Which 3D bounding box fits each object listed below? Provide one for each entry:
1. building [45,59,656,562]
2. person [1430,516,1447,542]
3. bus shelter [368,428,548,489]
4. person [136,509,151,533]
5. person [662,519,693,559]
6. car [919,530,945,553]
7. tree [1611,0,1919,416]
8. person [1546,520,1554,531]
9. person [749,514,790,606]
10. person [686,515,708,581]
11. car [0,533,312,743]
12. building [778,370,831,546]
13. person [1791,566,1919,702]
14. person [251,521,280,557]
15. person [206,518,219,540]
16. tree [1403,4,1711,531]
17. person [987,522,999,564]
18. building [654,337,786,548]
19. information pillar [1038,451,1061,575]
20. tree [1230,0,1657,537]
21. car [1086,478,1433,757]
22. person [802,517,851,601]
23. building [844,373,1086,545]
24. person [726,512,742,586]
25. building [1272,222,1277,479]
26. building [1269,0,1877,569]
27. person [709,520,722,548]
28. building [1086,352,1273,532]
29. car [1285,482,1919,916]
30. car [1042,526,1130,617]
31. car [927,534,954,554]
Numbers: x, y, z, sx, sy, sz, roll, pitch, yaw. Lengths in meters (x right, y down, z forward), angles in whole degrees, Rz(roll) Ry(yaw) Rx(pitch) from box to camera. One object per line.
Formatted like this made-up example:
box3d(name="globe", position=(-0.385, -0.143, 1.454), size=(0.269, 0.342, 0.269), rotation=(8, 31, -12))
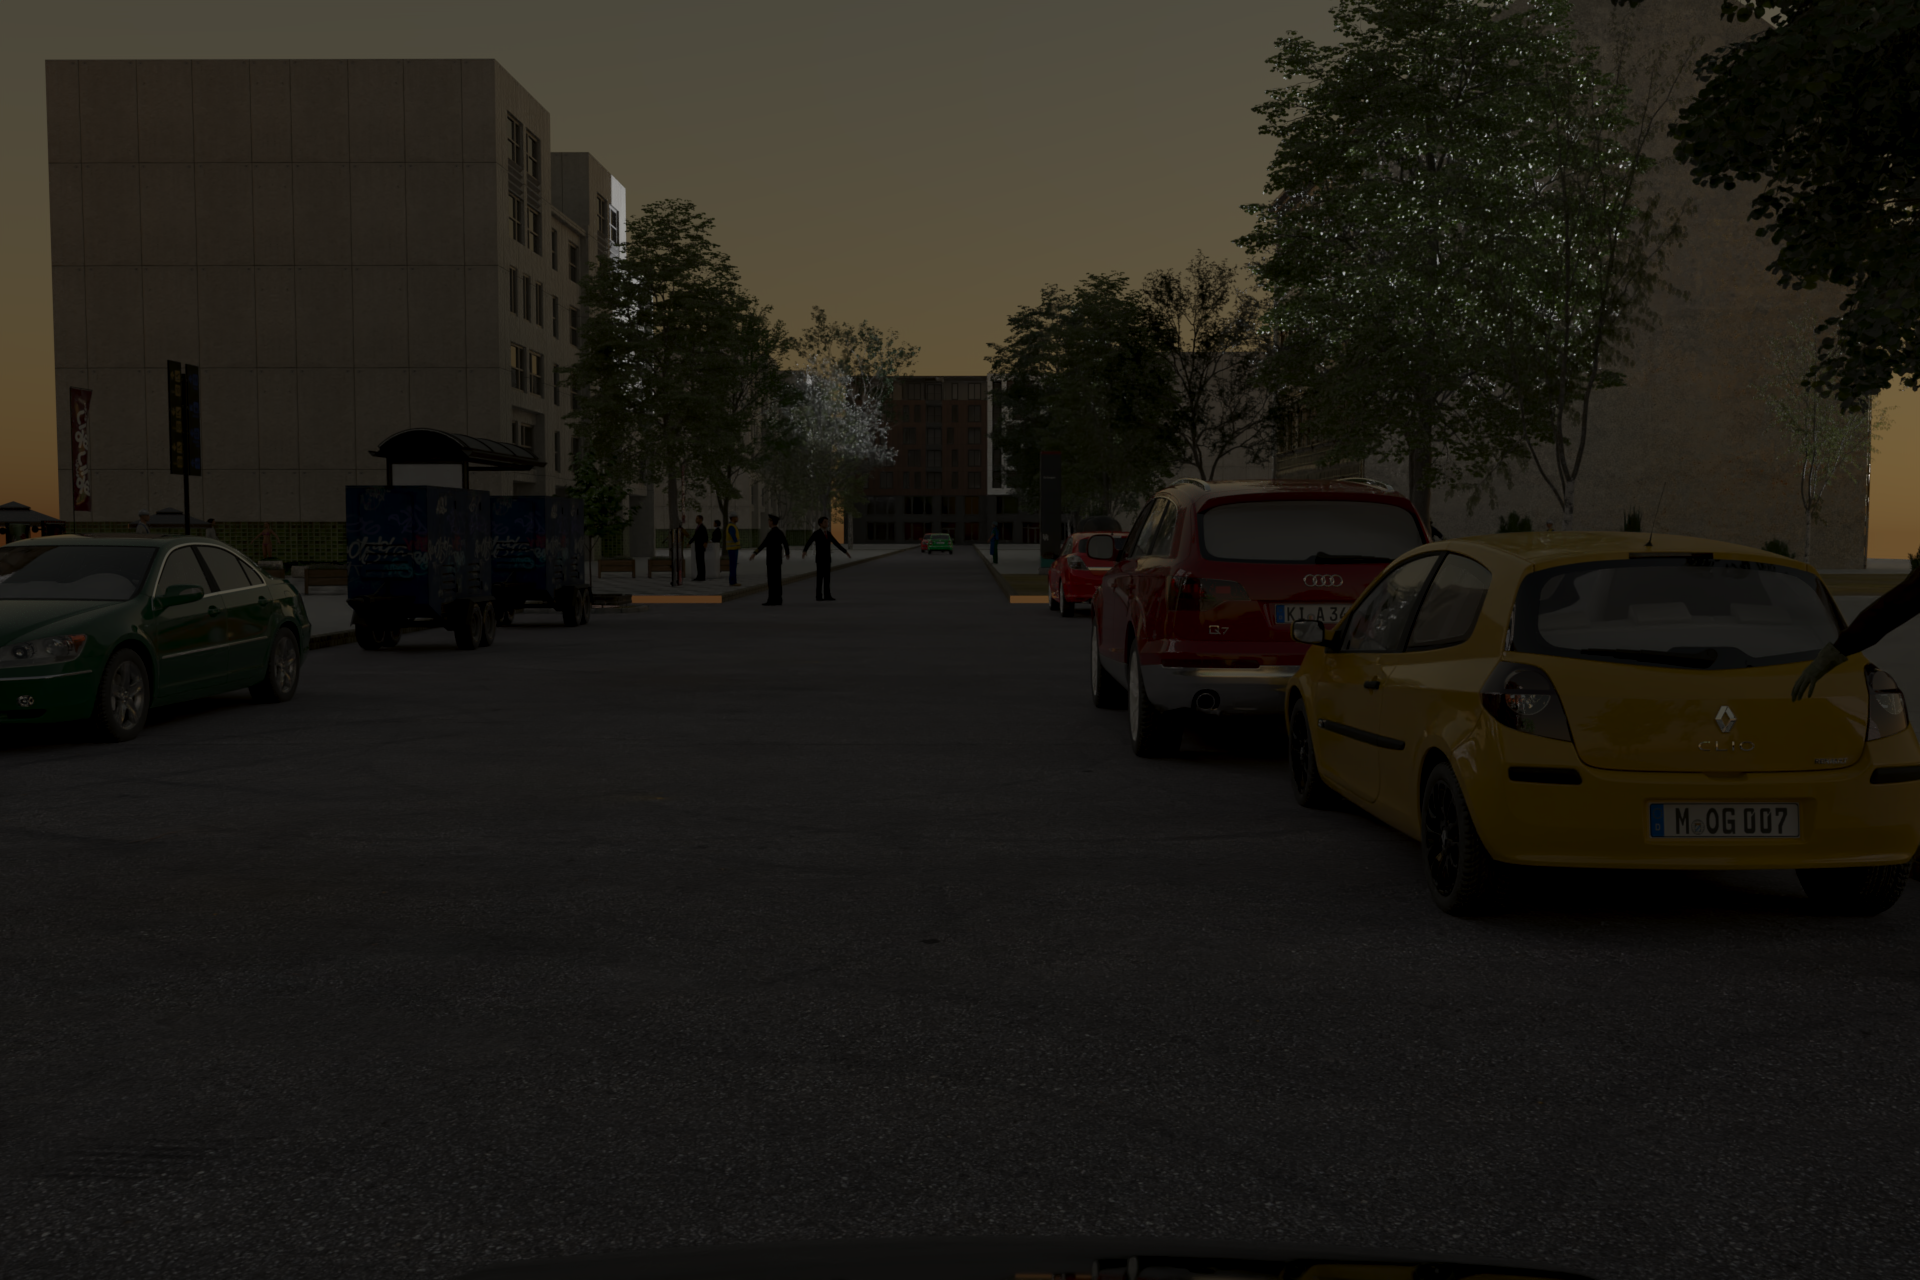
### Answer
box3d(name="building", position=(-25.517, -13.098, 80.603), size=(16.747, 18.905, 31.486), rotation=(0, 4, 0))
box3d(name="person", position=(14.587, -2.949, 53.993), size=(1.354, 1.856, 0.705), rotation=(1, 4, 18))
box3d(name="bus shelter", position=(-10.214, -2.560, 35.785), size=(2.014, 3.302, 5.546), rotation=(0, 4, 1))
box3d(name="person", position=(-18.455, -2.043, 39.262), size=(0.705, 1.847, 1.347), rotation=(-1, 4, -13))
box3d(name="person", position=(-10.775, -3.701, 66.283), size=(1.354, 1.858, 0.705), rotation=(2, 4, 23))
box3d(name="car", position=(-2.089, -7.668, 134.415), size=(2.155, 1.783, 4.494), rotation=(0, 4, 0))
box3d(name="tree", position=(8.329, -6.441, 11.968), size=(9.857, 13.997, 8.962), rotation=(0, 3, 0))
box3d(name="person", position=(19.865, -3.191, 58.644), size=(0.721, 1.772, 1.216), rotation=(-1, 4, -11))
box3d(name="person", position=(-3.756, -1.612, 34.750), size=(0.705, 1.837, 1.347), rotation=(2, 4, 28))
box3d(name="person", position=(-7.126, -2.512, 47.303), size=(0.704, 1.802, 1.346), rotation=(-2, 4, -30))
box3d(name="car", position=(-6.643, -0.098, 13.400), size=(2.131, 1.459, 4.920), rotation=(0, 3, 0))
box3d(name="building", position=(-24.936, -20.575, 202.856), size=(16.747, 18.905, 31.486), rotation=(0, 4, 1))
box3d(name="person", position=(3.334, 0.191, 5.469), size=(1.346, 1.812, 0.704), rotation=(0, 4, -2))
box3d(name="person", position=(-24.633, -3.344, 61.475), size=(1.217, 1.733, 0.721), rotation=(1, 4, 16))
box3d(name="person", position=(-24.970, -3.161, 57.871), size=(0.705, 1.806, 1.347), rotation=(-1, 4, -9))
box3d(name="tree", position=(8.448, -4.489, 23.757), size=(4.360, 8.622, 3.978), rotation=(0, 3, 0))
box3d(name="person", position=(1.453, -4.140, 73.817), size=(0.704, 1.817, 1.347), rotation=(1, 4, 17))
box3d(name="building", position=(-27.155, -18.566, 170.013), size=(16.747, 18.905, 31.486), rotation=(0, 3, 0))
box3d(name="information pillar", position=(2.850, -3.985, 54.533), size=(0.750, 3.857, 0.750), rotation=(0, 4, 0))
box3d(name="tree", position=(8.669, -6.950, 31.758), size=(7.486, 12.596, 7.792), rotation=(0, 3, 0))
box3d(name="car", position=(2.112, -0.245, 12.673), size=(2.281, 1.827, 5.304), rotation=(0, 4, 0))
box3d(name="person", position=(-2.913, -1.748, 37.216), size=(0.705, 1.806, 1.347), rotation=(3, 5, 45))
box3d(name="building", position=(1.473, -23.604, 232.357), size=(32.646, 21.610, 27.936), rotation=(0, 4, 1))
box3d(name="person", position=(-5.551, -2.244, 42.658), size=(0.705, 1.833, 1.349), rotation=(-1, 4, -11))
box3d(name="building", position=(23.735, -15.009, 101.813), size=(16.016, 20.090, 11.380), rotation=(0, 4, 1))
box3d(name="building", position=(23.956, -14.728, 71.732), size=(19.493, 23.208, 18.063), rotation=(0, 4, 0))
box3d(name="person", position=(-7.880, -2.988, 55.575), size=(0.721, 1.740, 1.216), rotation=(0, 4, 6))
box3d(name="building", position=(22.433, -18.959, 176.432), size=(16.747, 18.905, 31.486), rotation=(0, 4, 0))
box3d(name="car", position=(2.633, 0.140, 7.941), size=(2.015, 1.641, 3.980), rotation=(0, 4, -1))
box3d(name="car", position=(2.590, -1.360, 31.272), size=(2.155, 1.783, 4.494), rotation=(0, 4, -1))
box3d(name="car", position=(-1.402, -6.983, 122.966), size=(1.959, 1.807, 4.718), rotation=(0, 4, -1))
